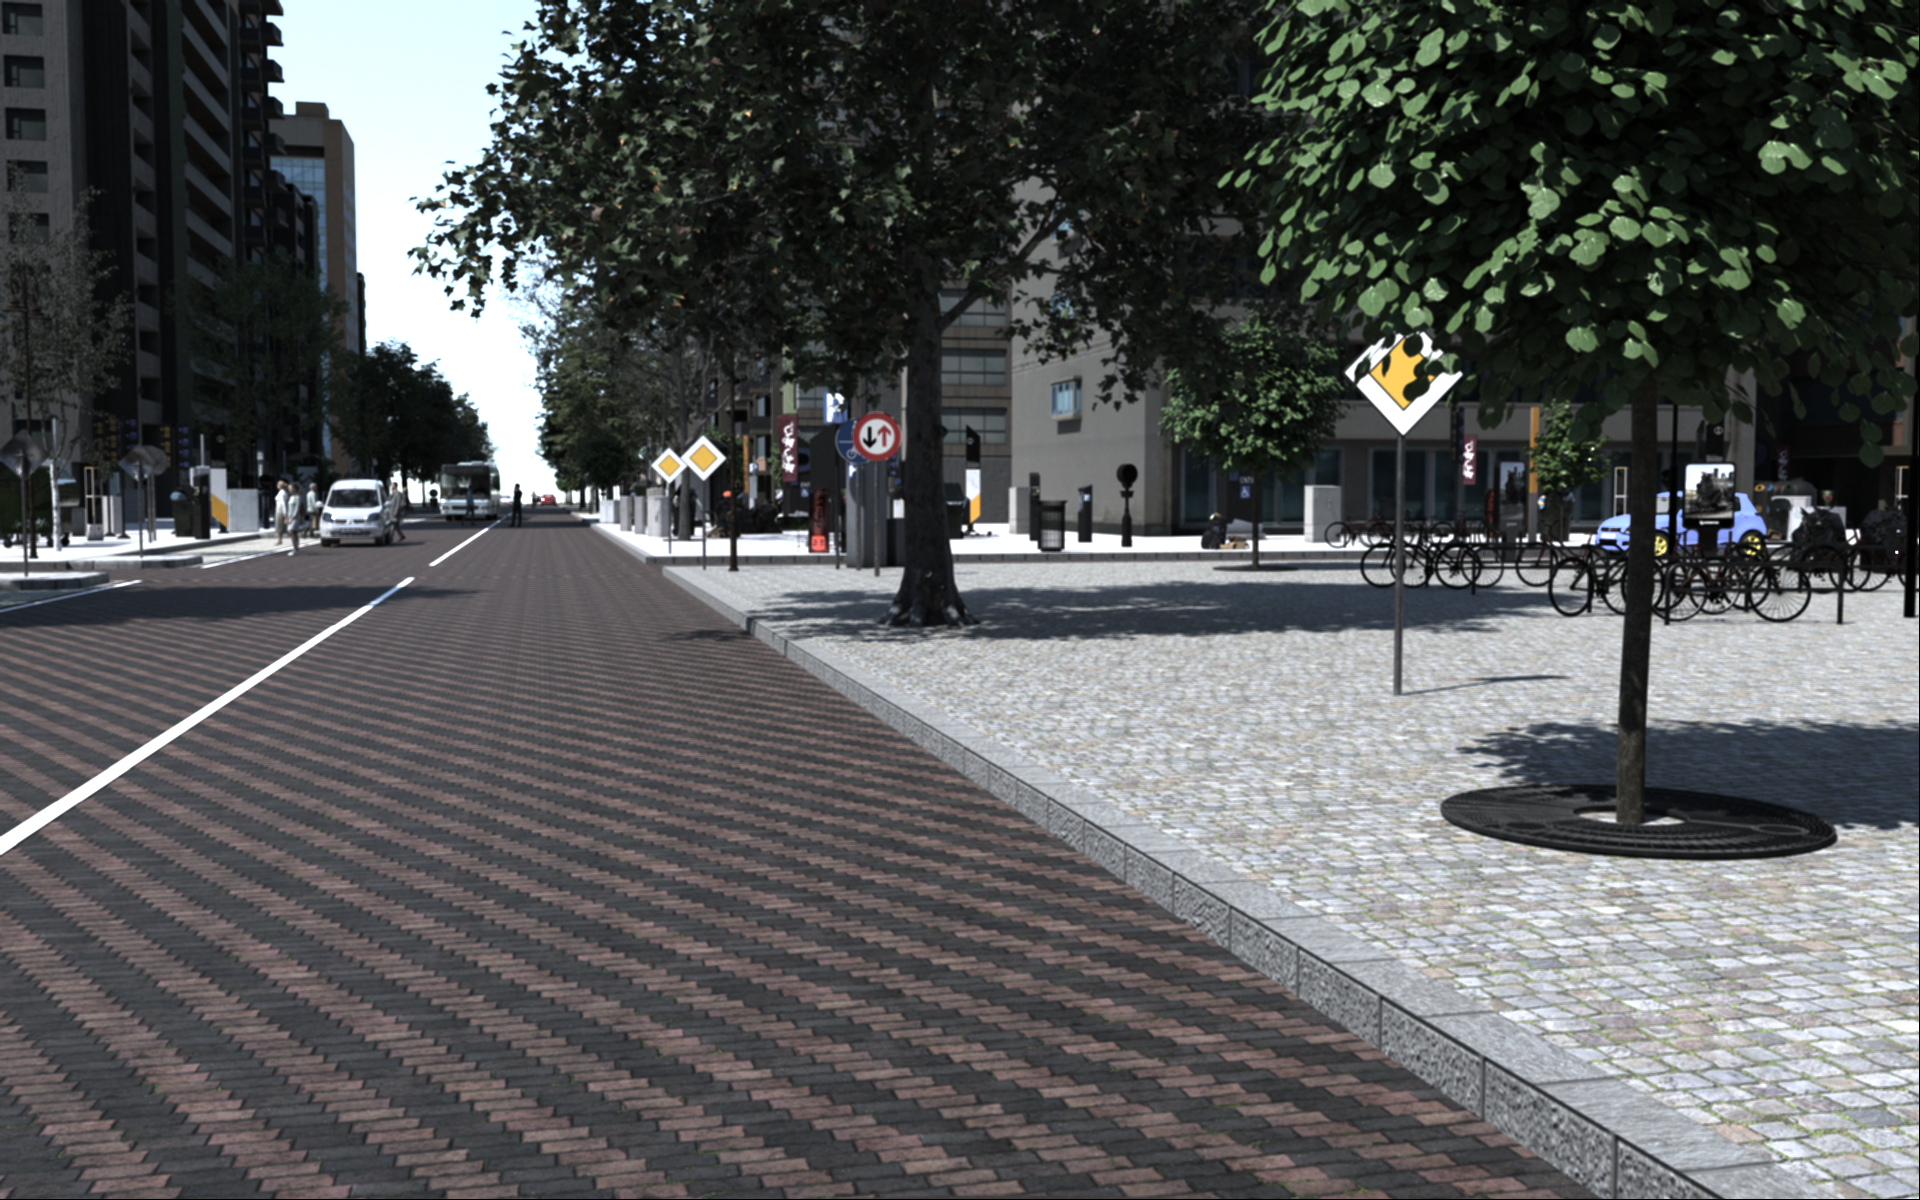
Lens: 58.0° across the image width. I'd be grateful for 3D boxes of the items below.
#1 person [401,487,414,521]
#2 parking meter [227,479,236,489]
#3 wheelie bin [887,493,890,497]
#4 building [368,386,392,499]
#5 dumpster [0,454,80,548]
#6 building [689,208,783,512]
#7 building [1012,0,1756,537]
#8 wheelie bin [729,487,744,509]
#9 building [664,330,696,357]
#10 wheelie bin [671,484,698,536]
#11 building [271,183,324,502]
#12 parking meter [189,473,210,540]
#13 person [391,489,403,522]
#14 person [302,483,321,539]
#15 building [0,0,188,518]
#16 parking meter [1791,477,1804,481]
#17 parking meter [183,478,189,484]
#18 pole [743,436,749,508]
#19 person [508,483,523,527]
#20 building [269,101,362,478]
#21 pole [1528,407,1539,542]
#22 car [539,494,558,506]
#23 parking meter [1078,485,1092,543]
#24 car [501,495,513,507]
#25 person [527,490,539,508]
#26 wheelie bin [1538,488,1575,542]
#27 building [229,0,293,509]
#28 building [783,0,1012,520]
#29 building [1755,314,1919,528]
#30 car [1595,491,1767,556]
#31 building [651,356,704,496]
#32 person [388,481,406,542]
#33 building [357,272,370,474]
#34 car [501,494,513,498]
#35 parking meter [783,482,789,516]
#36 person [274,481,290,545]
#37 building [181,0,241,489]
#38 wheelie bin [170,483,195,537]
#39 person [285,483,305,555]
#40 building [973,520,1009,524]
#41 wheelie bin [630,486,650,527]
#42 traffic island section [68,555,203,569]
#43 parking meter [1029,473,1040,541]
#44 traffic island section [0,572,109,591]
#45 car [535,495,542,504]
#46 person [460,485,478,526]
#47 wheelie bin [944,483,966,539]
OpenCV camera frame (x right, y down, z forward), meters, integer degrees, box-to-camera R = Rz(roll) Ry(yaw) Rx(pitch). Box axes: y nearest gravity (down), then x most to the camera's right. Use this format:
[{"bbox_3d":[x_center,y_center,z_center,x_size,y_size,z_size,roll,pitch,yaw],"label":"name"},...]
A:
[{"bbox_3d":[-28.951,-5.005,90.513,0.728,1.800,0.709,2,4,31],"label":"person"},{"bbox_3d":[-28.686,-3.815,68.083,0.399,1.863,0.255,1,4,22],"label":"parking meter"},{"bbox_3d":[-3.032,-3.397,63.455,0.980,1.594,0.693,-1,4,-19],"label":"wheelie bin"},{"bbox_3d":[-92.968,-23.848,234.948,27.650,21.520,28.899,-1,4,-14],"label":"building"},{"bbox_3d":[-22.346,-2.410,41.902,1.502,2.255,1.985,-1,4,-13],"label":"dumpster"},{"bbox_3d":[-14.075,-31.146,163.857,22.147,44.769,28.867,-1,4,-14],"label":"building"},{"bbox_3d":[13.204,-26.870,63.033,21.600,48.544,21.300,-1,4,-14],"label":"building"},{"bbox_3d":[-9.721,-4.137,75.541,0.980,1.594,0.693,0,4,-4],"label":"wheelie bin"},{"bbox_3d":[-31.593,-34.722,259.578,32.217,40.220,23.993,-1,4,-14],"label":"building"},{"bbox_3d":[-8.470,-2.776,53.297,0.693,1.594,0.980,1,4,11],"label":"wheelie bin"},{"bbox_3d":[-66.787,-23.681,158.890,14.160,30.474,14.107,-1,4,-14],"label":"building"},{"bbox_3d":[-21.436,-2.644,48.945,0.255,1.863,0.399,1,4,20],"label":"parking meter"},{"bbox_3d":[-28.773,-4.860,88.301,0.623,1.781,0.721,2,4,24],"label":"person"},{"bbox_3d":[-20.437,-2.794,54.667,0.515,1.767,0.782,-3,5,-40],"label":"person"},{"bbox_3d":[-49.314,-19.524,90.923,14.160,30.474,14.107,-1,4,-14],"label":"building"},{"bbox_3d":[28.314,-3.238,58.659,0.399,1.863,0.255,3,5,41],"label":"parking meter"},{"bbox_3d":[-28.128,-3.518,63.236,0.255,1.863,0.399,1,4,11],"label":"parking meter"},{"bbox_3d":[-7.471,-4.081,60.574,0.158,3.312,0.155,0,3,0],"label":"pole"},{"bbox_3d":[-19.426,-4.154,75.778,0.648,1.900,0.474,3,4,38],"label":"person"},{"bbox_3d":[-77.834,-33.695,201.016,14.600,45.320,14.200,-1,4,-14],"label":"building"},{"bbox_3d":[13.475,-2.865,40.687,0.158,3.312,0.155,0,3,0],"label":"pole"},{"bbox_3d":[-49.722,-12.244,209.227,2.155,1.783,4.494,-1,4,-14],"label":"car"},{"bbox_3d":[3.319,-2.295,45.938,0.372,1.533,0.369,0,3,0],"label":"parking meter"},{"bbox_3d":[-51.441,-11.201,195.494,2.083,1.381,4.827,-1,4,-13],"label":"car"},{"bbox_3d":[-43.529,-10.292,176.779,1.348,1.823,0.705,1,4,17],"label":"person"},{"bbox_3d":[16.068,-2.364,46.563,0.980,1.594,0.693,-1,4,-10],"label":"wheelie bin"},{"bbox_3d":[-65.749,-29.481,136.639,22.147,44.769,28.867,-1,4,-14],"label":"building"},{"bbox_3d":[-3.747,-25.611,102.333,14.154,41.232,14.086,-1,4,-14],"label":"building"},{"bbox_3d":[46.037,-25.329,68.753,28.867,44.769,22.147,-1,4,-14],"label":"building"},{"bbox_3d":[16.141,-1.792,38.888,3.694,1.707,1.945,-1,4,-14],"label":"car"},{"bbox_3d":[-27.488,-23.789,233.982,27.650,21.520,28.899,-1,4,-14],"label":"building"},{"bbox_3d":[-17.122,-2.677,52.370,0.767,1.812,0.694,-3,4,-36],"label":"person"},{"bbox_3d":[-81.586,-27.119,215.098,14.160,30.474,14.107,-1,4,-14],"label":"building"},{"bbox_3d":[-54.655,-12.109,207.764,2.009,1.686,4.222,-1,4,-14],"label":"car"},{"bbox_3d":[-8.426,-4.791,84.039,0.255,1.863,0.399,1,4,13],"label":"parking meter"},{"bbox_3d":[-18.789,-2.413,48.186,0.641,1.798,0.478,0,3,0],"label":"person"},{"bbox_3d":[-60.159,-29.856,111.847,21.300,48.544,21.600,-1,4,-14],"label":"building"},{"bbox_3d":[-23.156,-2.684,51.784,0.693,1.594,0.980,0,4,0],"label":"wheelie bin"},{"bbox_3d":[-15.648,-1.909,40.718,0.512,1.701,0.522,3,5,44],"label":"person"},{"bbox_3d":[4.216,-24.341,81.575,14.154,41.232,14.086,-1,4,-14],"label":"building"},{"bbox_3d":[-12.573,-3.699,68.390,0.980,1.594,0.693,-2,4,-30],"label":"wheelie bin"},{"bbox_3d":[-16.385,-0.755,34.627,2.009,0.180,2.903,-1,4,-14],"label":"traffic island section"},{"bbox_3d":[2.038,-2.545,47.328,0.255,1.863,0.399,0,4,-3],"label":"parking meter"},{"bbox_3d":[-14.505,-0.280,26.865,2.009,0.180,2.903,-1,4,-14],"label":"traffic island section"},{"bbox_3d":[-62.471,-15.031,258.331,1.945,1.354,3.894,-1,4,-15],"label":"car"},{"bbox_3d":[-22.175,-4.270,78.178,0.748,1.841,0.638,0,4,0],"label":"person"},{"bbox_3d":[-0.326,-2.536,49.373,0.980,1.594,0.693,-2,4,-27],"label":"wheelie bin"}]
